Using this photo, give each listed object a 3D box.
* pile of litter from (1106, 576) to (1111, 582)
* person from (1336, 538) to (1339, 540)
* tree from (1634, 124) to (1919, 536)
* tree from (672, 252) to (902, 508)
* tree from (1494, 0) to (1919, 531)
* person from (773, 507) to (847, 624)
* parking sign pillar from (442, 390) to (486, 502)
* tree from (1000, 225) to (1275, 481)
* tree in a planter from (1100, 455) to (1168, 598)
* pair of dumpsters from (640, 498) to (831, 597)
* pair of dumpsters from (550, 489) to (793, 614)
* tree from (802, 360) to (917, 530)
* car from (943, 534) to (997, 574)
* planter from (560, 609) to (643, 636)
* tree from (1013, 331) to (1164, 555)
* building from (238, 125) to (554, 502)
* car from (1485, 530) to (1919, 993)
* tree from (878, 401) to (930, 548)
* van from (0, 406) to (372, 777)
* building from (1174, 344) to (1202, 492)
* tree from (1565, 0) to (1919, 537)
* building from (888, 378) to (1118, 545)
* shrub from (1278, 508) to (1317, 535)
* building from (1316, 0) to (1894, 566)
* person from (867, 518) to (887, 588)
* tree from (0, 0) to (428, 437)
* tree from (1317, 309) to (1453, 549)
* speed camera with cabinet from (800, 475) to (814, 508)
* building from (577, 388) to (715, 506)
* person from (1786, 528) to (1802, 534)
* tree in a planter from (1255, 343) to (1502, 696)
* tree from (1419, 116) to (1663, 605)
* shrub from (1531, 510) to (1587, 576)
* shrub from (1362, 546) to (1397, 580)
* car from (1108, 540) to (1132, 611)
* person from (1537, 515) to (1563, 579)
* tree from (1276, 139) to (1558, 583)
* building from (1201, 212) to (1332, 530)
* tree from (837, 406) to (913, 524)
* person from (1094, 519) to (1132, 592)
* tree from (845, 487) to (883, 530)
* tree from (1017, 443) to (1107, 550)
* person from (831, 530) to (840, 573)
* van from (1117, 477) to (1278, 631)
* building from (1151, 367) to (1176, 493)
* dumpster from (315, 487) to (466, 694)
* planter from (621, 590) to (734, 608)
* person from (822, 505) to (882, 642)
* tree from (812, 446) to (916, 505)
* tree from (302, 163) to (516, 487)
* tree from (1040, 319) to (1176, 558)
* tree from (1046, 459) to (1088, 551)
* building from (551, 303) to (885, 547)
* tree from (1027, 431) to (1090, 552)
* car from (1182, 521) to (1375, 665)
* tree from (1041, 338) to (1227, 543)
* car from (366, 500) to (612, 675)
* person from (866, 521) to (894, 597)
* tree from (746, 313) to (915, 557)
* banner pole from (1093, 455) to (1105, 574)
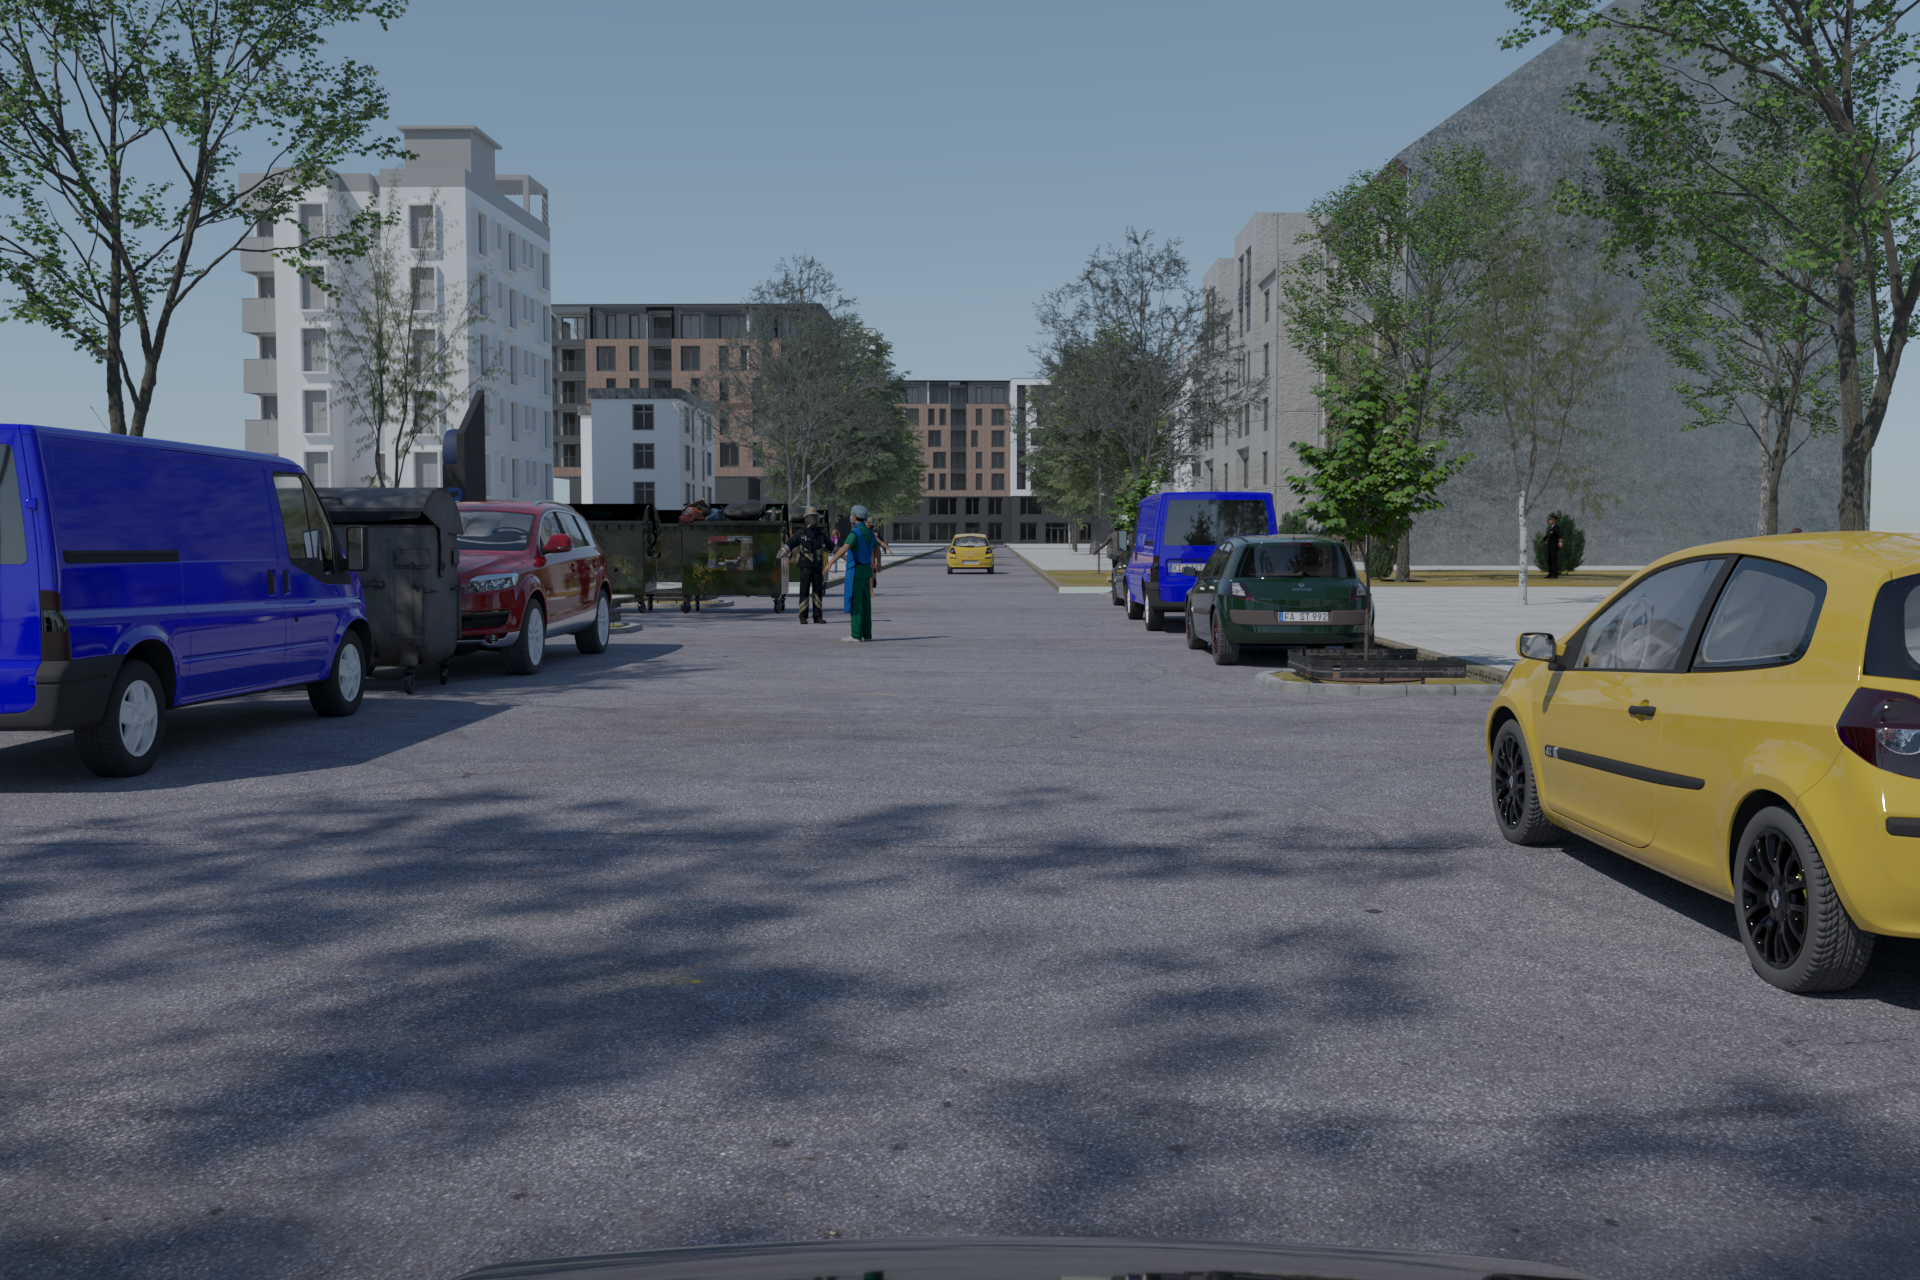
[{"bbox_3d":[4.435,-1.941,45.700,1.176,0.858,1.719,0,4,0],"label":"pile of litter"},{"bbox_3d":[15.806,-4.238,75.141,1.347,1.847,0.705,2,4,27],"label":"person"},{"bbox_3d":[21.017,-7.247,44.240,9.928,11.665,9.643,0,3,0],"label":"tree"},{"bbox_3d":[-7.196,-10.060,74.857,12.009,13.543,11.850,0,3,0],"label":"tree"},{"bbox_3d":[10.071,-5.700,18.956,9.928,11.665,9.643,0,3,0],"label":"tree"},{"bbox_3d":[-2.366,-1.184,27.602,1.354,1.856,0.705,-2,4,-27],"label":"person"},{"bbox_3d":[-9.094,-2.651,31.813,1.447,3.967,1.447,0,4,1],"label":"parking sign pillar"},{"bbox_3d":[7.180,-9.661,68.320,12.009,13.543,11.850,0,3,0],"label":"tree"},{"bbox_3d":[4.192,-2.576,39.347,1.991,3.239,1.994,0,4,1],"label":"tree in a planter"},{"bbox_3d":[-5.191,-2.124,39.671,4.436,2.255,1.574,0,4,1],"label":"pair of dumpsters"},{"bbox_3d":[-5.320,-1.631,31.624,4.436,2.255,1.574,0,4,1],"label":"pair of dumpsters"},{"bbox_3d":[-6.491,-11.734,109.979,7.486,12.596,7.792,0,3,0],"label":"tree"},{"bbox_3d":[0.371,-3.229,63.021,2.015,1.641,3.980,0,4,0],"label":"car"},{"bbox_3d":[-5.754,-0.263,25.434,1.991,0.319,1.994,0,4,2],"label":"planter"},{"bbox_3d":[8.246,-12.268,107.236,9.857,13.997,8.962,0,3,0],"label":"tree"},{"bbox_3d":[-27.345,-13.777,81.682,16.016,20.090,11.380,0,4,0],"label":"building"},{"bbox_3d":[3.387,0.207,6.841,2.015,1.641,3.980,0,4,0],"label":"car"},{"bbox_3d":[-6.010,-13.985,146.783,7.486,12.596,7.792,0,3,0],"label":"tree"},{"bbox_3d":[-5.745,-0.458,11.880,2.240,2.365,5.245,0,4,1],"label":"van"},{"bbox_3d":[26.447,-19.276,171.585,16.016,20.090,11.380,0,4,1],"label":"building"},{"bbox_3d":[27.613,-12.469,59.754,12.611,20.169,13.585,0,3,0],"label":"tree"},{"bbox_3d":[4.116,-24.007,238.937,32.646,21.610,27.936,0,4,-2],"label":"building"},{"bbox_3d":[10.130,-2.979,52.744,1.661,2.075,1.752,0,3,0],"label":"shrub"},{"bbox_3d":[27.372,-15.109,77.966,19.493,23.208,18.063,0,4,2],"label":"building"},{"bbox_3d":[-2.413,-2.304,45.911,1.354,1.856,0.705,-3,5,-45],"label":"person"},{"bbox_3d":[-11.499,-6.003,23.905,9.928,11.665,9.643,0,3,0],"label":"tree"},{"bbox_3d":[13.772,-6.537,57.243,4.737,8.622,4.395,0,3,0],"label":"tree"},{"bbox_3d":[-5.198,-3.931,58.608,0.660,3.252,2.038,0,4,3],"label":"speed camera with cabinet"},{"bbox_3d":[-20.487,-10.493,113.706,9.099,9.664,28.070,0,4,0],"label":"building"},{"bbox_3d":[18.472,-1.808,38.837,0.697,1.427,0.421,2,4,32],"label":"person"},{"bbox_3d":[3.843,-1.164,16.260,1.991,3.239,1.994,0,3,0],"label":"tree in a planter"},{"bbox_3d":[10.222,-4.949,31.279,4.360,8.622,3.978,0,3,0],"label":"tree"},{"bbox_3d":[18.547,-3.038,53.706,1.661,2.075,1.752,0,3,0],"label":"shrub"},{"bbox_3d":[11.763,-2.291,48.578,1.383,1.207,1.383,0,3,0],"label":"shrub"},{"bbox_3d":[3.920,-1.450,33.498,2.009,1.686,4.222,0,3,0],"label":"car"},{"bbox_3d":[17.021,-2.683,49.798,0.705,1.837,1.347,-1,4,-9],"label":"person"},{"bbox_3d":[12.007,-7.354,45.991,9.928,11.665,9.643,0,3,0],"label":"tree"},{"bbox_3d":[24.757,-14.518,103.819,16.747,18.905,31.486,0,4,1],"label":"building"},{"bbox_3d":[-7.278,-13.319,135.889,7.486,12.596,7.792,0,3,0],"label":"tree"},{"bbox_3d":[3.812,-2.024,41.678,1.348,1.813,0.705,3,5,41],"label":"person"},{"bbox_3d":[-6.203,-10.886,128.343,4.360,8.622,3.978,0,3,0],"label":"tree"},{"bbox_3d":[9.125,-12.633,140.964,8.767,10.594,7.601,-2,4,-31],"label":"tree"},{"bbox_3d":[-4.196,-2.939,57.320,0.599,1.433,0.991,0,4,-8],"label":"person"},{"bbox_3d":[3.710,-1.396,27.208,2.240,2.365,5.245,0,4,1],"label":"van"},{"bbox_3d":[25.611,-20.531,192.100,16.016,20.090,11.380,0,4,1],"label":"building"},{"bbox_3d":[-5.624,-0.472,15.940,1.865,1.857,1.264,0,4,2],"label":"dumpster"},{"bbox_3d":[-5.553,-0.813,34.436,1.991,0.319,1.994,0,4,1],"label":"planter"},{"bbox_3d":[-1.365,-0.885,23.050,0.704,1.817,1.347,2,4,29],"label":"person"},{"bbox_3d":[-7.169,-11.338,119.785,8.767,10.594,7.601,0,4,-2],"label":"tree"},{"bbox_3d":[-11.745,-5.178,35.030,4.360,8.622,3.978,0,3,0],"label":"tree"},{"bbox_3d":[7.795,-10.605,91.522,7.486,12.596,7.792,0,3,0],"label":"tree"},{"bbox_3d":[8.308,-11.128,132.307,4.737,8.622,4.395,0,3,0],"label":"tree"},{"bbox_3d":[-22.397,-19.938,169.958,27.936,21.610,32.646,0,4,1],"label":"building"},{"bbox_3d":[8.022,-11.562,123.447,7.601,10.594,8.767,-3,5,-42],"label":"tree"},{"bbox_3d":[3.664,-0.643,20.298,2.009,1.686,4.222,0,4,1],"label":"car"},{"bbox_3d":[8.020,-8.964,80.967,8.767,10.594,7.601,-1,4,-11],"label":"tree"},{"bbox_3d":[-5.299,-0.651,19.310,2.281,1.827,5.304,0,4,1],"label":"car"},{"bbox_3d":[-2.120,-1.853,39.560,1.217,1.733,0.721,-1,4,-11],"label":"person"},{"bbox_3d":[-7.270,-11.752,98.797,9.857,13.997,8.962,0,3,0],"label":"tree"},{"bbox_3d":[4.421,-3.964,54.834,0.401,3.779,0.863,0,4,1],"label":"banner pole"}]
